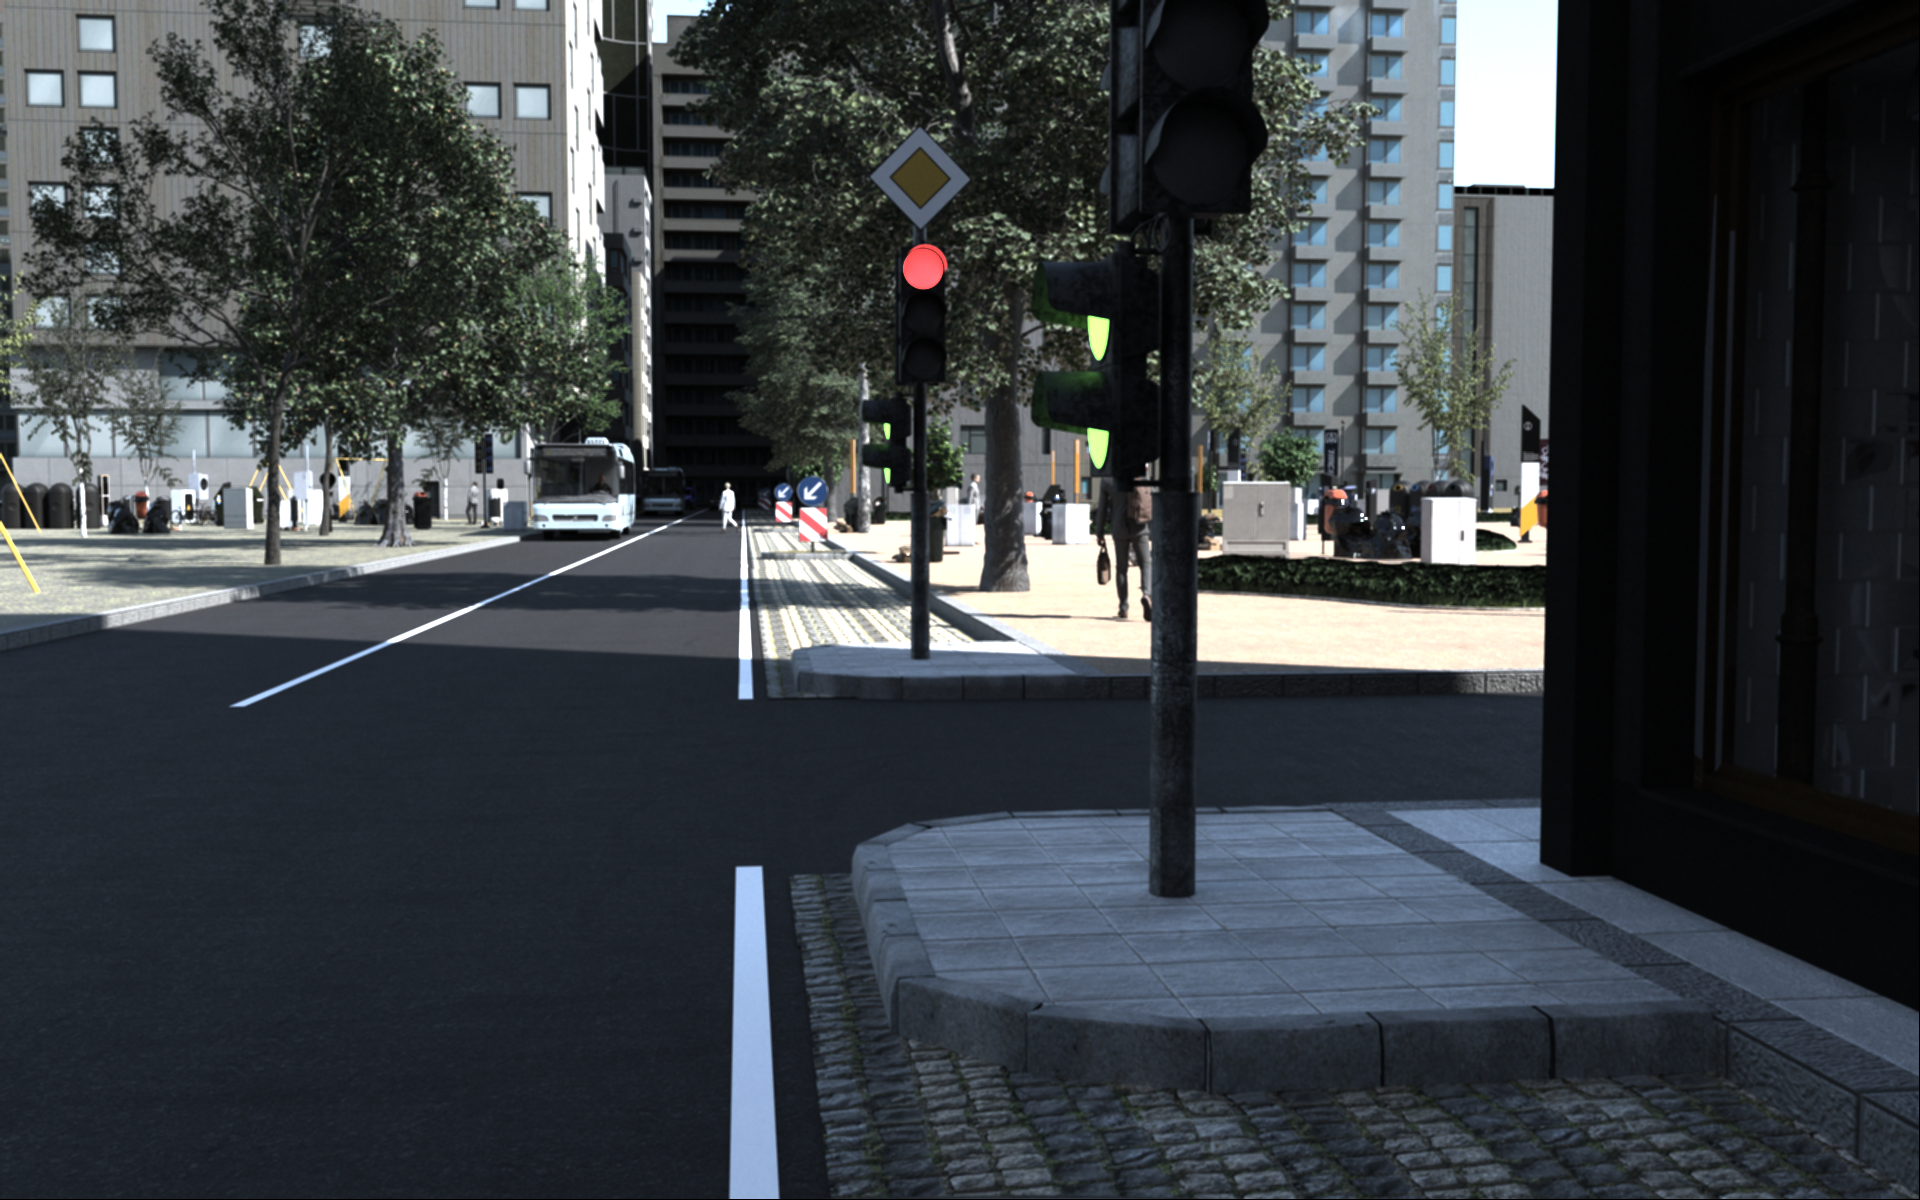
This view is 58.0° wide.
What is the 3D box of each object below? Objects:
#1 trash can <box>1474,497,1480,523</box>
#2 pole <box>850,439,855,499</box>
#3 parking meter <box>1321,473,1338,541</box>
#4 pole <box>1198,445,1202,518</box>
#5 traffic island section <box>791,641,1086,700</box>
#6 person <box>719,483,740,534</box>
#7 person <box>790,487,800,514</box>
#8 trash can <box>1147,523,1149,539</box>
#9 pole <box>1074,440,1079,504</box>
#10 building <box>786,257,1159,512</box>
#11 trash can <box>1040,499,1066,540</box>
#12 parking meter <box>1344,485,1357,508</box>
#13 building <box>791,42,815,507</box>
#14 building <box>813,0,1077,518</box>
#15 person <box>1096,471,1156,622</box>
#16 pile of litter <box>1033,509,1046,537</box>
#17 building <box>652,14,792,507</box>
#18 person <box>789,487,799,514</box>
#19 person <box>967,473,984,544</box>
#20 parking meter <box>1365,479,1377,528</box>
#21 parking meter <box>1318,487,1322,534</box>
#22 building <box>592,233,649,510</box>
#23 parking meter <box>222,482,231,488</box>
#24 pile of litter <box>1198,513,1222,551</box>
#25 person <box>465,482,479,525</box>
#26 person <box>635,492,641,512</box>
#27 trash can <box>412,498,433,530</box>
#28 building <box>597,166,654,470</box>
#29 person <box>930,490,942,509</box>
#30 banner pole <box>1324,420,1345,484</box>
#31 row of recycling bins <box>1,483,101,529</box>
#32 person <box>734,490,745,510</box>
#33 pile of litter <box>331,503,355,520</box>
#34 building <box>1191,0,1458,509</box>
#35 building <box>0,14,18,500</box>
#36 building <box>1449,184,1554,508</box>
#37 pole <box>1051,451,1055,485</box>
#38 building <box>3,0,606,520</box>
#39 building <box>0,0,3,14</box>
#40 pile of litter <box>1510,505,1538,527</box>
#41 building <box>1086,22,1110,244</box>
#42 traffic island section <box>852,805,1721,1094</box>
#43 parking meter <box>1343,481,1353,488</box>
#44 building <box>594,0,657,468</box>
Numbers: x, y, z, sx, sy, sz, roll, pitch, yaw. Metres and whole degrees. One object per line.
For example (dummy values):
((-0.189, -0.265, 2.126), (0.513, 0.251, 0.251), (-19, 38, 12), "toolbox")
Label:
((21.489, -3.747, 72.920), (0.748, 1.137, 0.748), (0, 3, 0), "trash can")
((-3.995, -4.321, 64.487), (0.158, 3.312, 0.155), (0, 3, 0), "pole")
((10.138, -2.555, 47.490), (0.255, 1.863, 0.399), (-3, 4, -38), "parking meter")
((10.018, -4.799, 72.310), (0.158, 3.312, 0.155), (0, 3, 0), "pole")
((-0.287, 0.537, 13.499), (2.009, 0.180, 2.903), (0, 4, -7), "traffic island section")
((-8.360, -3.320, 62.667), (0.818, 1.842, 0.514), (1, 4, 21), "person")
((-10.338, -6.304, 109.637), (0.721, 1.766, 1.217), (-3, 5, -43), "person")
((4.514, -1.986, 44.131), (0.748, 1.137, 0.748), (0, 3, 0), "trash can")
((4.378, -4.353, 65.008), (0.158, 3.312, 0.155), (0, 3, 0), "pole")
((0.595, -17.781, 135.754), (27.650, 21.520, 28.899), (0, 4, -7), "building")
((2.601, -2.253, 48.485), (0.748, 1.137, 0.748), (0, 3, 0), "trash can")
((11.187, -2.522, 49.652), (0.372, 1.533, 0.369), (0, 3, 0), "parking meter")
((-8.119, -28.909, 156.258), (14.154, 41.232, 14.086), (0, 4, -7), "building")
((-1.352, -19.992, 98.568), (14.160, 30.474, 14.107), (0, 4, -7), "building")
((1.708, -0.712, 17.648), (0.622, 1.834, 0.822), (0, 4, 0), "person")
((2.814, -2.320, 51.905), (1.176, 0.858, 1.719), (0, 4, -8), "pile of litter")
((-20.733, -34.076, 180.837), (21.600, 48.544, 21.300), (0, 4, -7), "building")
((-10.653, -6.495, 112.753), (1.217, 1.766, 0.721), (3, 4, 37), "person")
((0.366, -2.320, 44.103), (0.853, 1.813, 0.709), (0, 4, 3), "person")
((15.753, -3.710, 66.376), (0.399, 1.863, 0.255), (-2, 4, -24), "parking meter")
((11.757, -2.906, 55.928), (0.372, 1.533, 0.369), (0, 3, 0), "parking meter")
((-37.798, -17.283, 127.621), (27.650, 21.520, 28.899), (0, 4, -7), "building")
((-35.410, -4.765, 83.626), (0.399, 1.863, 0.255), (-1, 4, -18), "parking meter")
((5.541, -1.572, 39.663), (1.176, 0.858, 1.719), (-2, 4, -33), "pile of litter")
((-20.485, -4.067, 72.712), (0.592, 1.802, 0.473), (-3, 5, -44), "person")
((-22.771, -6.932, 122.614), (0.421, 1.427, 0.697), (-1, 4, -14), "person")
((-19.507, -3.133, 62.877), (0.748, 1.137, 0.748), (0, 3, 0), "trash can")
((-34.555, -23.412, 154.482), (14.107, 30.474, 14.160), (0, 4, -7), "building")
((-0.795, -3.093, 57.161), (0.519, 1.759, 0.362), (3, 5, 39), "person")
((12.746, -4.205, 58.761), (0.863, 3.779, 0.401), (2, 4, 24), "banner pole")
((-33.697, -3.491, 64.191), (3.534, 1.692, 1.069), (0, 4, -2), "row of recycling bins")
((-19.713, -8.902, 154.187), (1.348, 1.807, 0.705), (2, 4, 31), "person")
((-30.387, -4.335, 84.835), (1.719, 0.858, 1.176), (1, 4, 19), "pile of litter")
((28.378, -32.830, 156.377), (30.456, 49.044, 23.786), (0, 4, -7), "building")
((-66.655, -27.484, 141.245), (23.993, 40.220, 32.217), (0, 4, -7), "building")
((50.411, -24.073, 165.290), (14.107, 30.474, 14.160), (0, 4, -7), "building")
((4.364, -5.347, 81.270), (0.158, 3.312, 0.155), (0, 3, 0), "pole")
((-34.759, -31.140, 98.381), (28.713, 52.752, 27.495), (0, 4, -7), "building")
((-86.714, -30.427, 147.595), (14.200, 45.320, 14.600), (0, 4, -7), "building")
((22.382, -3.351, 68.756), (1.176, 0.858, 1.719), (2, 4, 34), "pile of litter")
((5.617, -31.098, 158.562), (14.200, 45.320, 14.600), (0, 4, -7), "building")
((0.705, 1.022, 5.576), (2.009, 0.180, 2.903), (0, 4, -7), "traffic island section")
((17.532, -4.435, 78.216), (0.399, 1.863, 0.255), (-1, 4, -20), "parking meter")
((-41.962, -45.187, 177.054), (20.611, 71.187, 20.563), (0, 4, -7), "building")
